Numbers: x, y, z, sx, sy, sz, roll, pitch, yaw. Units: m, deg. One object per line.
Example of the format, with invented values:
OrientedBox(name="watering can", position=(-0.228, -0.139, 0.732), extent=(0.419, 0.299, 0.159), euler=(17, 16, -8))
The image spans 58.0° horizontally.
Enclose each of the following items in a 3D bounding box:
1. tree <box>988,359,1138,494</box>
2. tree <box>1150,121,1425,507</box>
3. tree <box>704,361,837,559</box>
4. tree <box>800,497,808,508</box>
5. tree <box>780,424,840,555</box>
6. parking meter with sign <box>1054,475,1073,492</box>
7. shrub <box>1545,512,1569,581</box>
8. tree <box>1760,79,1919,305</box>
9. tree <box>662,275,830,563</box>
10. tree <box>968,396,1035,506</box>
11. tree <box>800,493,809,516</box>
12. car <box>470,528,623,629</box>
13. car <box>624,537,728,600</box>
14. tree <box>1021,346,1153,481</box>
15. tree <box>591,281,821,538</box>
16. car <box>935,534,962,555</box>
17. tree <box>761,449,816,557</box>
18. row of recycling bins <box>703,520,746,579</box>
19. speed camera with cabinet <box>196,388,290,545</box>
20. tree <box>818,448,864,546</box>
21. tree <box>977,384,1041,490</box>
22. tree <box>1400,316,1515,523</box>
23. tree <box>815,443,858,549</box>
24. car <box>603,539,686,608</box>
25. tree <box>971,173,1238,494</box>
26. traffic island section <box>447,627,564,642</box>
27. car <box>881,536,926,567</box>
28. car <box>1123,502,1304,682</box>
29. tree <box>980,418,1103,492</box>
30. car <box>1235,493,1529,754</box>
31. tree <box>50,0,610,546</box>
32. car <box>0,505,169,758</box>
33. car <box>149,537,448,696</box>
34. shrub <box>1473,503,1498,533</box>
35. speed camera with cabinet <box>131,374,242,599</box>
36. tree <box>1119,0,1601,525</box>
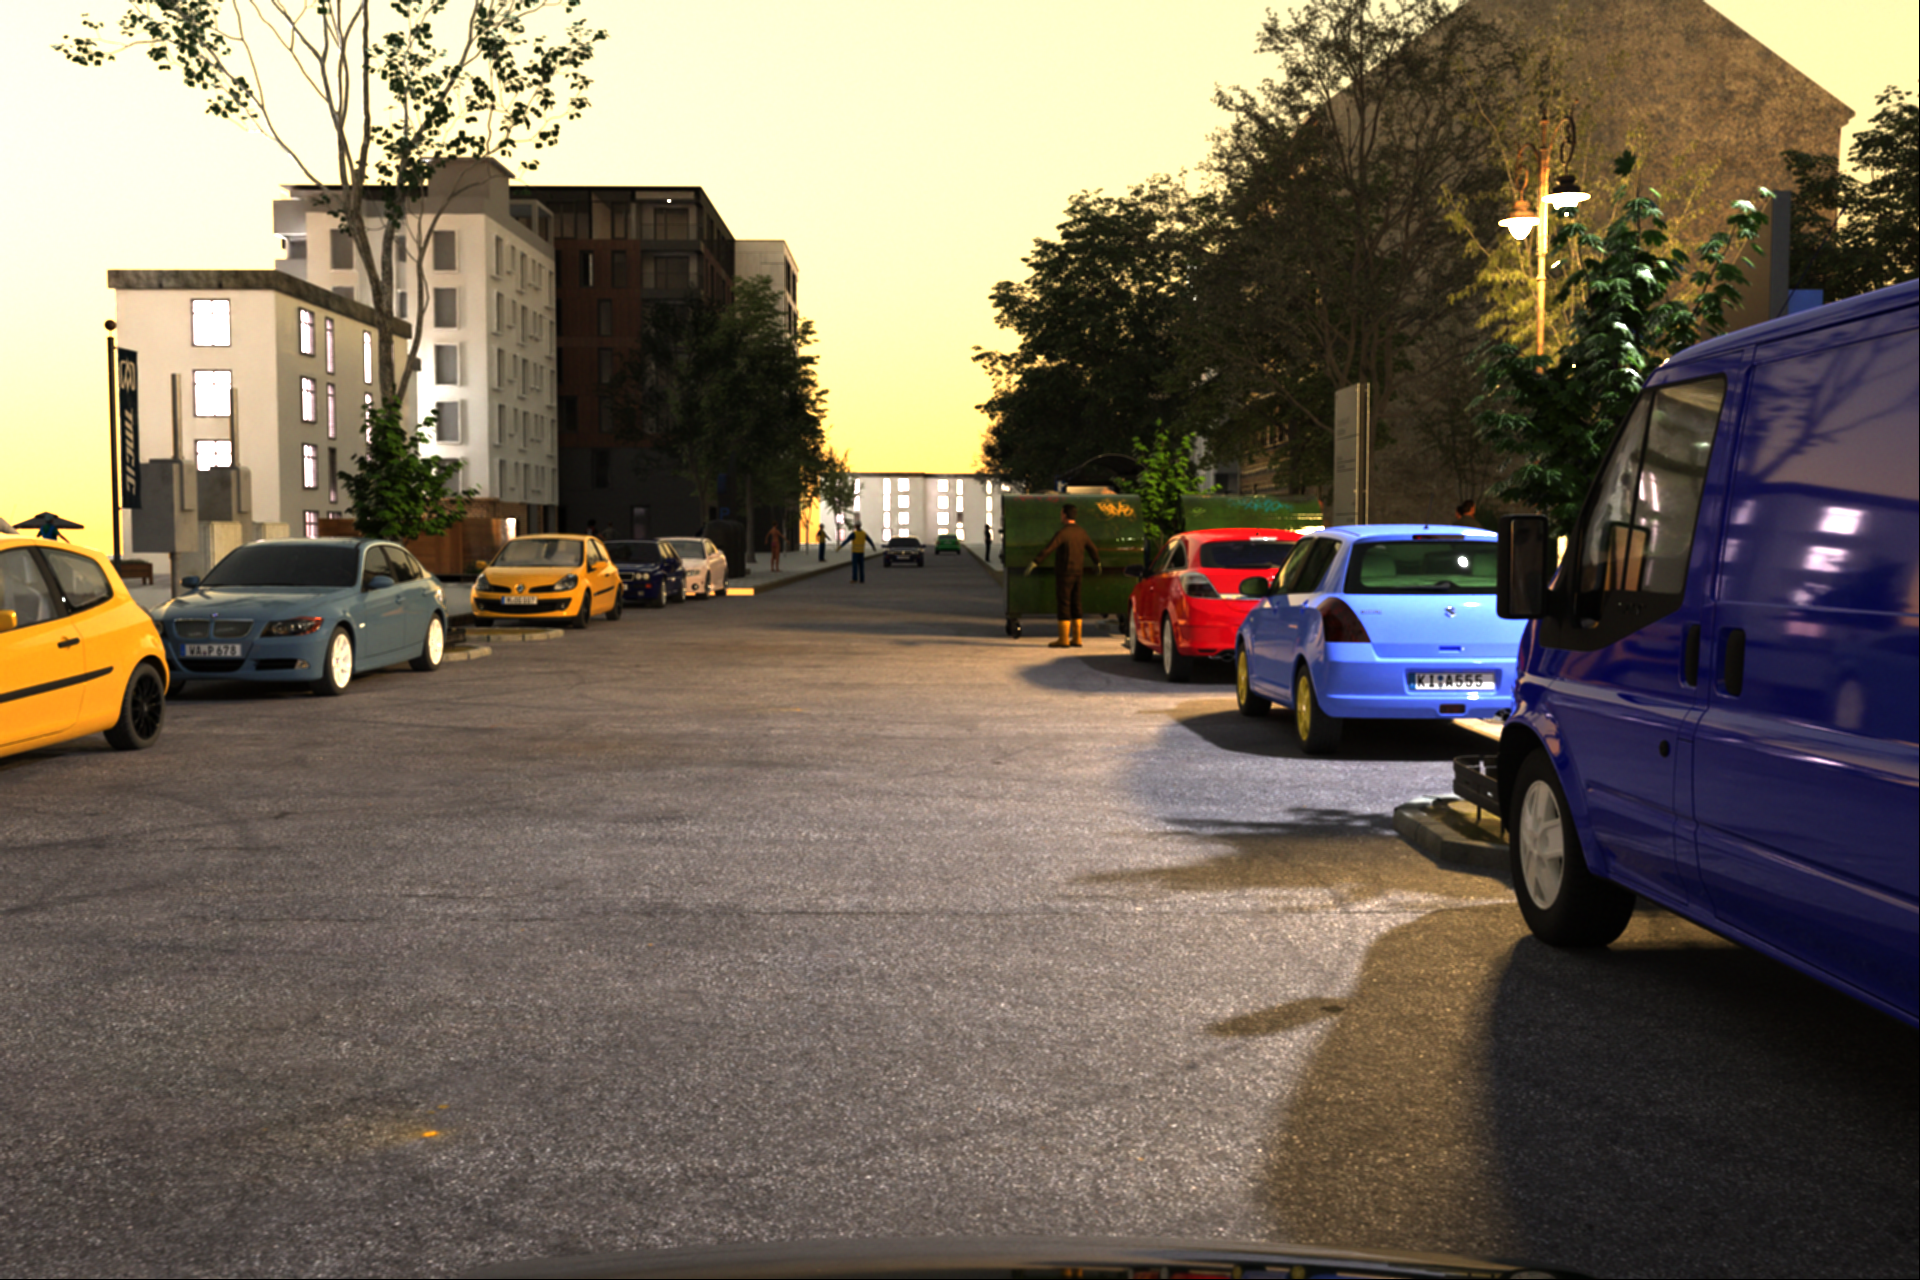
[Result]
OrientedBox(name="tree", position=(5.689, -9.473, 89.292), extent=(8.767, 10.594, 7.601), euler=(0, 4, 1))
OrientedBox(name="tree", position=(9.256, -7.982, 48.631), extent=(7.486, 12.596, 7.792), euler=(0, 3, 0))
OrientedBox(name="tree", position=(-9.780, -9.403, 88.155), extent=(7.601, 10.594, 8.767), euler=(-2, 4, -35))
OrientedBox(name="tree", position=(-22.082, -17.263, 232.610), extent=(4.360, 8.622, 3.978), euler=(0, 3, 0))
OrientedBox(name="tree", position=(-9.513, -9.625, 107.734), extent=(4.737, 8.622, 4.395), euler=(0, 3, 0))
OrientedBox(name="parking meter with sign", position=(3.094, -3.321, 50.554), extent=(0.543, 3.016, 1.738), euler=(0, 4, -2))
OrientedBox(name="shrub", position=(16.100, -2.639, 47.573), extent=(1.690, 2.028, 1.600), euler=(0, 3, 0))
OrientedBox(name="tree", position=(26.434, -8.677, 48.532), extent=(9.857, 13.997, 8.962), euler=(0, 3, 0))
OrientedBox(name="tree", position=(-9.316, -9.647, 75.850), extent=(7.486, 12.596, 7.792), euler=(0, 3, 0))
OrientedBox(name="tree", position=(5.801, -14.329, 144.648), extent=(12.009, 13.543, 11.850), euler=(0, 3, 0))
OrientedBox(name="tree", position=(-22.427, -17.576, 237.733), extent=(4.737, 8.622, 4.395), euler=(0, 3, 0))
OrientedBox(name="car", position=(-6.489, -1.050, 27.395), extent=(2.015, 1.641, 3.980), euler=(0, 4, 0))
OrientedBox(name="car", position=(-6.398, -1.645, 39.251), extent=(2.083, 1.381, 4.827), euler=(0, 4, 0))
OrientedBox(name="tree", position=(6.209, -8.798, 78.264), extent=(7.601, 10.594, 8.767), euler=(-2, 4, -34))
OrientedBox(name="tree", position=(-9.286, -7.881, 63.260), extent=(8.767, 10.594, 7.601), euler=(0, 4, -7))
OrientedBox(name="car", position=(-0.855, -6.927, 122.051), extent=(1.959, 1.807, 4.718), euler=(0, 3, 0))
OrientedBox(name="tree", position=(-9.777, -8.948, 96.655), extent=(4.360, 8.622, 3.978), euler=(0, 3, 0))
OrientedBox(name="row of recycling bins", position=(-6.905, -2.693, 51.144), extent=(1.069, 1.692, 3.534), euler=(0, 4, 0))
OrientedBox(name="speed camera with cabinet", position=(-10.068, -1.833, 24.299), extent=(0.660, 3.252, 2.038), euler=(0, 4, -1))
OrientedBox(name="tree", position=(-10.137, -11.931, 145.431), extent=(4.737, 8.622, 4.395), euler=(0, 3, 0))
OrientedBox(name="tree", position=(6.030, -13.169, 125.679), extent=(12.009, 13.543, 11.850), euler=(0, 3, 0))
OrientedBox(name="tree", position=(16.681, -6.505, 56.725), extent=(4.360, 8.622, 3.978), euler=(0, 3, 0))
OrientedBox(name="tree", position=(-9.941, -11.597, 139.973), extent=(4.737, 8.622, 4.395), euler=(0, 3, 0))
OrientedBox(name="car", position=(-6.585, -1.355, 34.736), extent=(1.945, 1.354, 3.894), euler=(0, 4, 0))
OrientedBox(name="tree", position=(5.251, -9.490, 61.811), extent=(9.857, 13.997, 8.962), euler=(0, 3, 0))
OrientedBox(name="traffic island section", position=(-6.590, -0.069, 24.000), extent=(1.991, 0.108, 1.994), euler=(0, 3, 0))
OrientedBox(name="car", position=(-2.462, -3.885, 76.096), extent=(1.945, 1.354, 3.894), euler=(0, 4, -1))
OrientedBox(name="car", position=(2.856, -0.565, 18.277), extent=(2.155, 1.783, 4.494), euler=(0, 4, -1))
OrientedBox(name="tree", position=(4.963, -10.020, 98.246), extent=(8.767, 10.594, 7.601), euler=(1, 4, 17))
OrientedBox(name="car", position=(3.059, -0.183, 12.581), extent=(1.945, 1.707, 3.694), euler=(0, 4, 0))
OrientedBox(name="tree", position=(-13.096, -10.992, 35.616), extent=(12.611, 20.169, 13.585), euler=(0, 3, 0))
OrientedBox(name="car", position=(-6.242, 0.005, 10.148), extent=(2.015, 1.641, 3.980), euler=(0, 4, -1))
OrientedBox(name="car", position=(-6.340, -0.297, 16.851), extent=(2.014, 1.417, 4.499), euler=(0, 3, 0))
OrientedBox(name="shrub", position=(12.980, -2.404, 43.350), extent=(1.661, 2.075, 1.752), euler=(0, 3, 0))
OrientedBox(name="speed camera with cabinet", position=(-9.880, -1.702, 22.164), extent=(0.660, 3.252, 2.038), euler=(0, 4, -1))
OrientedBox(name="tree", position=(8.553, -7.704, 36.325), extent=(12.009, 13.543, 11.850), euler=(0, 3, 0))
